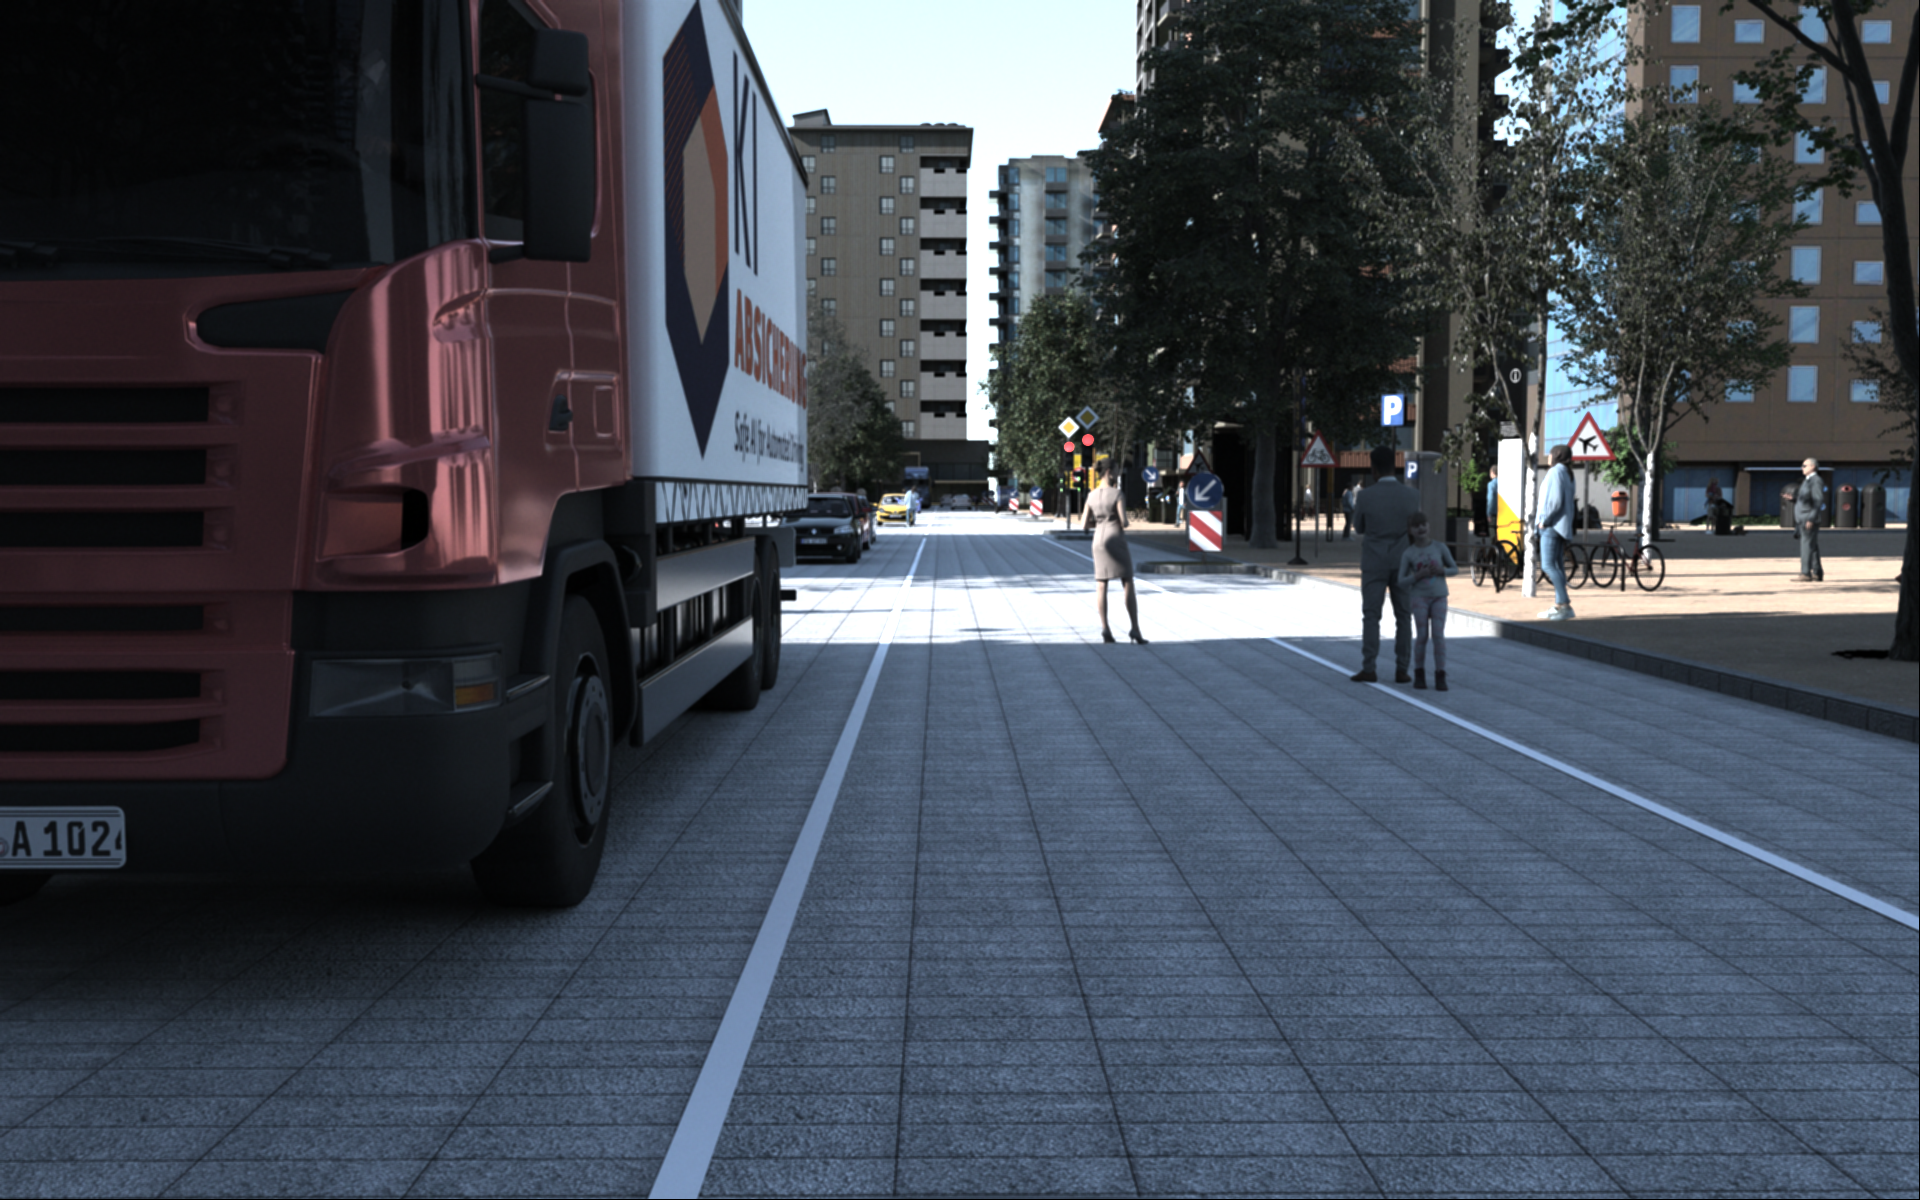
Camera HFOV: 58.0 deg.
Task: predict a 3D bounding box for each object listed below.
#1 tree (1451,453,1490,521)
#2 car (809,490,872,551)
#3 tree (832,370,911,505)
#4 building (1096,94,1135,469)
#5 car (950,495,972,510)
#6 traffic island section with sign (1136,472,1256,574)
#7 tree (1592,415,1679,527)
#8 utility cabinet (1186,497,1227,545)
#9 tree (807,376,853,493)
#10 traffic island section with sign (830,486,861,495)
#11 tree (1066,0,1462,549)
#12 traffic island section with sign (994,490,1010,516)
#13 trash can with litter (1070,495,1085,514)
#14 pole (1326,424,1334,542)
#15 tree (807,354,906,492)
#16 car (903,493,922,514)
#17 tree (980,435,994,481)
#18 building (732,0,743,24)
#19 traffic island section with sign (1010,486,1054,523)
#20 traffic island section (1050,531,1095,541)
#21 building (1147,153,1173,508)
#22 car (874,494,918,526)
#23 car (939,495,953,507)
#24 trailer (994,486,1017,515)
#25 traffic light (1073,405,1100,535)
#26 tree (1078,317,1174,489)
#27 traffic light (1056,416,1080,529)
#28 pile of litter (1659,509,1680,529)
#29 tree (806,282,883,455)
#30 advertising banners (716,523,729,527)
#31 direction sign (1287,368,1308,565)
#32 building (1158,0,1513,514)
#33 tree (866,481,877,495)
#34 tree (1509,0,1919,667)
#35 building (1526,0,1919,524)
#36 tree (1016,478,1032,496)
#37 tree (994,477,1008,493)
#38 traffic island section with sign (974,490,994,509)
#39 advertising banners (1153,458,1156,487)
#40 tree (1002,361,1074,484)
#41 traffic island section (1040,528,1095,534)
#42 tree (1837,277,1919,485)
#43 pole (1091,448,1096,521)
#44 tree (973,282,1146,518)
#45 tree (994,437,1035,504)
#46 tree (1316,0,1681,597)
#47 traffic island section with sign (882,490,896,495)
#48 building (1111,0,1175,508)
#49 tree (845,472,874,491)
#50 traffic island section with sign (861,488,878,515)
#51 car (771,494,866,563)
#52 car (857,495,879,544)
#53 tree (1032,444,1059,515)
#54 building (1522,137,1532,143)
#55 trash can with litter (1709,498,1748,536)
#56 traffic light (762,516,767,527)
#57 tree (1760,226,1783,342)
[{"bbox_3d":[24.112,-5.306,81.360,1.663,3.219,1.824,0,3,0],"label":"tree"},{"bbox_3d":[-3.235,-2.087,43.157,2.155,1.783,4.494,0,4,1],"label":"car"},{"bbox_3d":[-9.081,-14.612,157.036,7.486,12.596,7.792,0,3,0],"label":"tree"},{"bbox_3d":[26.351,-32.645,188.374,22.147,44.769,28.867,0,4,-1],"label":"building"},{"bbox_3d":[0.110,-8.919,158.179,2.083,1.381,4.827,0,4,-2],"label":"car"},{"bbox_3d":[4.289,-1.422,31.878,1.989,1.847,2.006,0,4,-1],"label":"traffic island section with sign"},{"bbox_3d":[26.710,-5.221,69.085,4.285,4.588,4.351,0,3,0],"label":"tree"},{"bbox_3d":[6.219,-1.992,43.726,1.020,1.237,0.306,3,4,36],"label":"utility cabinet"},{"bbox_3d":[-8.850,-9.691,108.804,4.360,8.622,3.978,0,3,0],"label":"tree"},{"bbox_3d":[-6.233,-4.861,88.107,1.989,1.847,2.006,0,4,-1],"label":"traffic island section with sign"},{"bbox_3d":[7.279,-8.196,40.656,9.857,13.997,8.962,0,3,0],"label":"tree"},{"bbox_3d":[3.412,-6.470,114.419,1.989,1.847,2.006,0,4,-1],"label":"traffic island section with sign"},{"bbox_3d":[7.805,-6.100,110.796,1.678,1.210,2.233,1,4,10],"label":"trash can with litter"},{"bbox_3d":[9.958,-3.224,46.549,0.158,3.312,0.155,0,3,0],"label":"pole"},{"bbox_3d":[-9.333,-13.503,137.783,9.611,12.733,9.660,0,3,0],"label":"tree"},{"bbox_3d":[-3.740,-7.235,127.883,1.945,1.707,3.694,0,4,-2],"label":"car"},{"bbox_3d":[4.514,-16.036,212.555,4.737,8.622,4.395,0,3,0],"label":"tree"},{"bbox_3d":[-30.841,-37.227,150.655,21.231,58.520,28.212,0,4,-1],"label":"building"},{"bbox_3d":[3.699,-4.822,87.465,1.989,1.847,2.006,0,4,-1],"label":"traffic island section with sign"},{"bbox_3d":[4.040,-1.994,54.883,2.009,0.180,2.903,0,4,-1],"label":"traffic island section"},{"bbox_3d":[22.597,-22.863,145.511,14.160,30.474,14.107,0,4,-1],"label":"building"},{"bbox_3d":[-2.921,-4.212,79.089,2.015,1.641,3.980,0,4,-1],"label":"car"},{"bbox_3d":[-1.278,-11.035,192.777,2.083,1.381,4.827,0,4,-2],"label":"car"},{"bbox_3d":[3.096,-6.835,118.803,1.471,1.999,3.904,0,4,-2],"label":"trailer"},{"bbox_3d":[4.000,-4.027,54.769,0.839,4.253,0.868,0,4,-1],"label":"traffic light"},{"bbox_3d":[6.693,-7.389,71.173,4.360,8.622,3.978,0,3,0],"label":"tree"},{"bbox_3d":[3.915,-4.516,62.754,0.839,4.253,0.868,0,4,-1],"label":"traffic light"},{"bbox_3d":[25.751,-3.032,63.535,1.176,0.858,1.719,1,4,11],"label":"pile of litter"},{"bbox_3d":[-9.486,-11.601,100.041,12.009,13.543,11.850,0,3,0],"label":"tree"},{"bbox_3d":[-9.037,-4.170,64.360,2.074,3.025,0.090,2,4,30],"label":"advertising banners"},{"bbox_3d":[6.157,-2.414,31.467,0.379,3.537,0.876,2,4,23],"label":"direction sign"},{"bbox_3d":[25.718,-28.658,123.186,22.147,44.769,28.867,0,4,-1],"label":"building"},{"bbox_3d":[-10.521,-12.827,204.327,1.663,3.219,1.824,0,3,0],"label":"tree"},{"bbox_3d":[7.299,-5.332,12.927,9.928,11.665,9.643,0,3,0],"label":"tree"},{"bbox_3d":[35.743,-26.264,79.532,14.200,45.320,14.600,0,4,-1],"label":"building"},{"bbox_3d":[5.973,-9.914,156.695,1.663,3.219,1.824,0,3,0],"label":"tree"},{"bbox_3d":[4.573,-12.274,195.275,1.663,3.219,1.824,0,3,0],"label":"tree"},{"bbox_3d":[2.583,-11.207,191.861,1.989,1.847,2.006,0,4,-1],"label":"traffic island section with sign"},{"bbox_3d":[9.436,-5.447,85.248,0.090,3.025,2.074,0,4,-2],"label":"advertising banners"},{"bbox_3d":[6.788,-12.978,130.315,7.486,12.596,7.792,0,3,0],"label":"tree"},{"bbox_3d":[3.956,-2.482,62.868,2.009,0.180,2.903,0,4,-1],"label":"traffic island section"},{"bbox_3d":[26.707,-5.942,47.508,4.360,8.622,3.978,0,3,0],"label":"tree"},{"bbox_3d":[5.936,-5.084,76.967,0.158,3.312,0.155,0,3,0],"label":"pole"},{"bbox_3d":[5.552,-10.845,94.321,9.611,12.733,9.660,0,3,0],"label":"tree"},{"bbox_3d":[5.869,-11.706,141.757,4.737,8.622,4.395,0,3,0],"label":"tree"},{"bbox_3d":[6.919,-4.350,21.493,4.360,8.622,3.978,0,3,0],"label":"tree"},{"bbox_3d":[-7.053,-9.591,165.441,1.989,1.847,2.006,0,4,-1],"label":"traffic island section with sign"},{"bbox_3d":[25.577,-44.319,162.865,20.563,71.187,20.611,0,4,-1],"label":"building"},{"bbox_3d":[-10.334,-11.870,177.794,4.285,4.588,4.351,0,3,0],"label":"tree"},{"bbox_3d":[-6.514,-6.544,115.627,1.989,1.847,2.006,0,4,-1],"label":"traffic island section with sign"},{"bbox_3d":[-3.007,-1.667,37.036,2.009,1.686,4.222,0,4,-2],"label":"car"},{"bbox_3d":[-3.382,-2.384,50.979,2.014,1.417,4.499,0,4,-1],"label":"car"},{"bbox_3d":[5.613,-7.482,106.052,4.285,4.588,4.351,0,3,0],"label":"tree"},{"bbox_3d":[70.362,-31.368,196.463,14.086,41.232,14.154,0,4,-1],"label":"building"},{"bbox_3d":[23.886,-2.593,53.790,1.055,1.170,0.624,-1,4,-11],"label":"trash can with litter"},{"bbox_3d":[-6.160,-4.020,54.645,0.839,4.253,0.868,0,4,-1],"label":"traffic light"},{"bbox_3d":[12.797,-4.987,31.901,4.360,8.622,3.978,0,3,0],"label":"tree"}]
